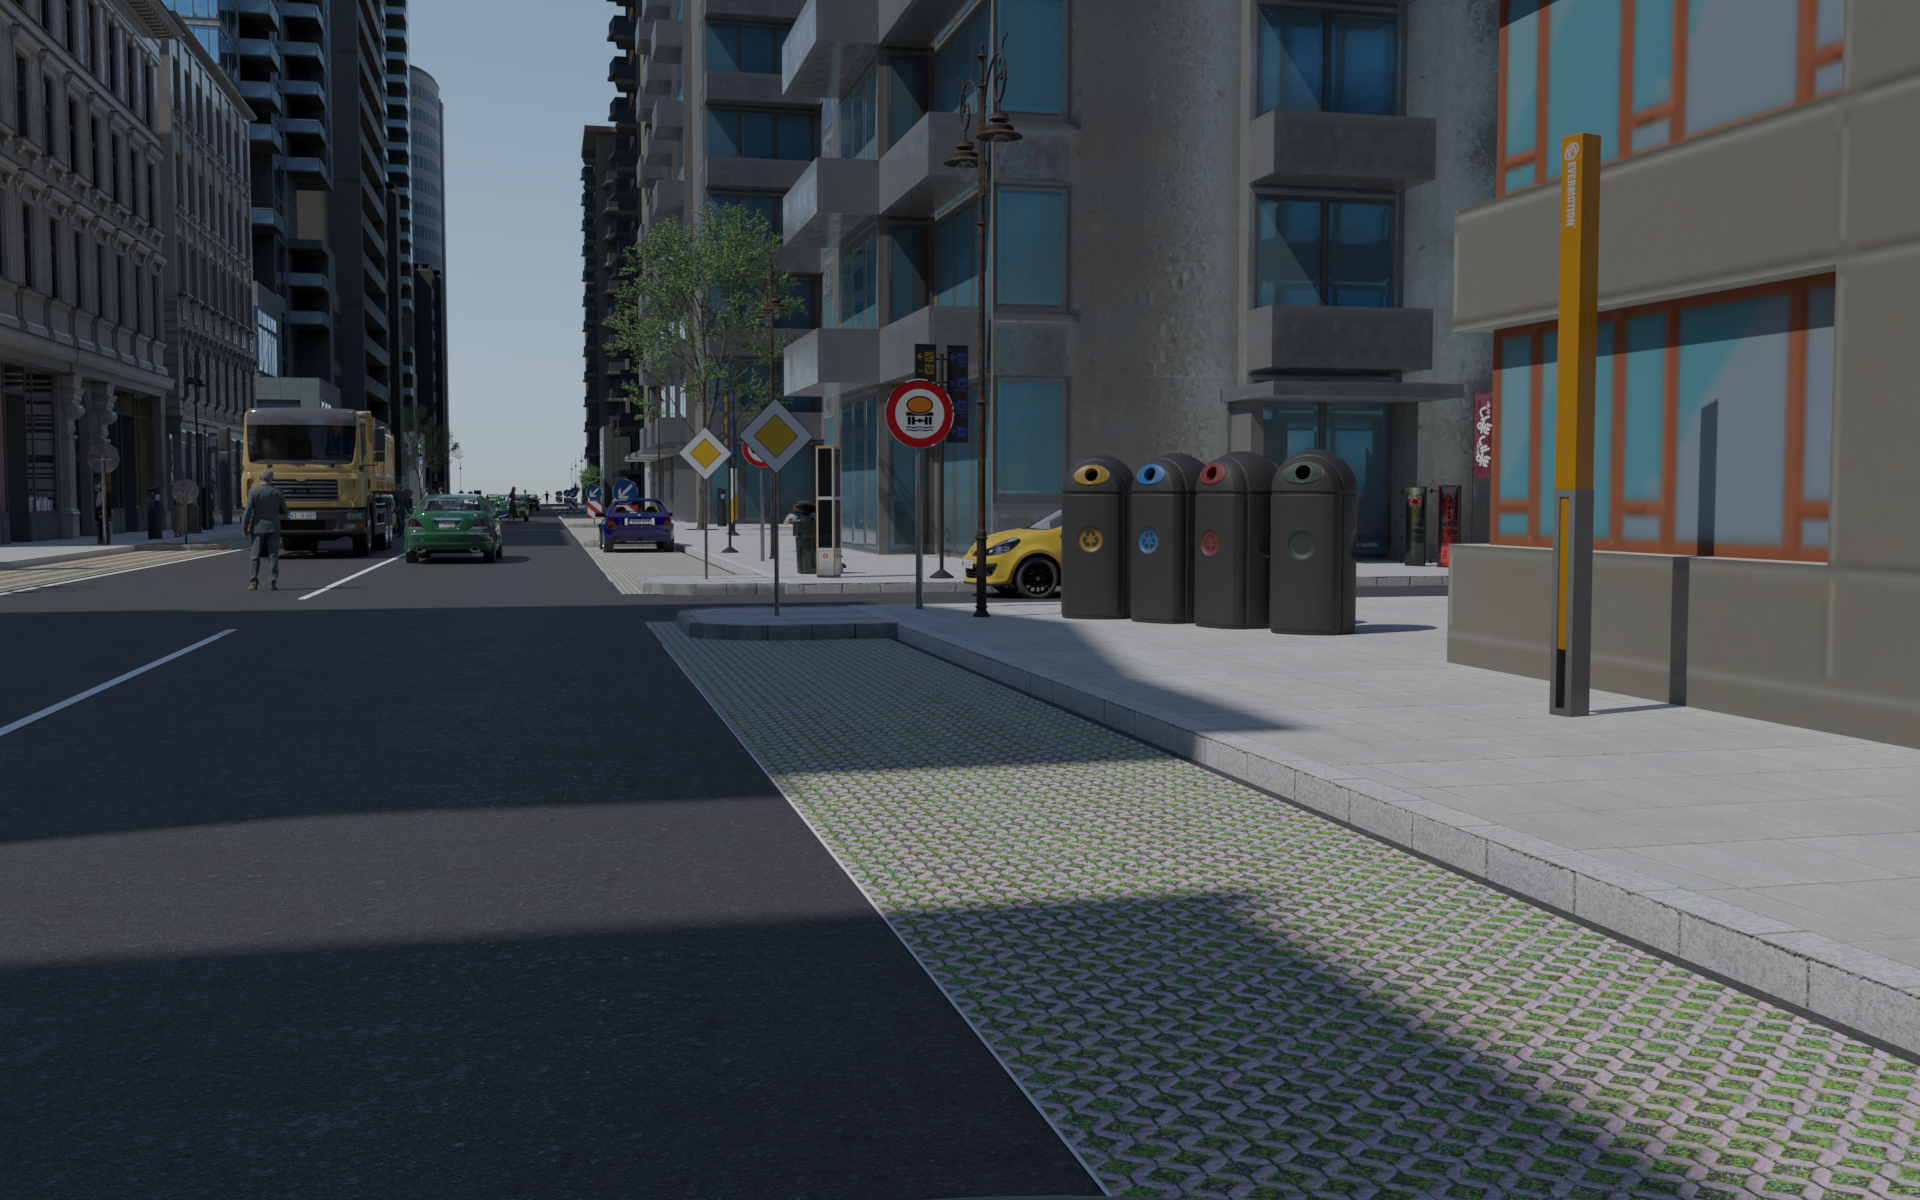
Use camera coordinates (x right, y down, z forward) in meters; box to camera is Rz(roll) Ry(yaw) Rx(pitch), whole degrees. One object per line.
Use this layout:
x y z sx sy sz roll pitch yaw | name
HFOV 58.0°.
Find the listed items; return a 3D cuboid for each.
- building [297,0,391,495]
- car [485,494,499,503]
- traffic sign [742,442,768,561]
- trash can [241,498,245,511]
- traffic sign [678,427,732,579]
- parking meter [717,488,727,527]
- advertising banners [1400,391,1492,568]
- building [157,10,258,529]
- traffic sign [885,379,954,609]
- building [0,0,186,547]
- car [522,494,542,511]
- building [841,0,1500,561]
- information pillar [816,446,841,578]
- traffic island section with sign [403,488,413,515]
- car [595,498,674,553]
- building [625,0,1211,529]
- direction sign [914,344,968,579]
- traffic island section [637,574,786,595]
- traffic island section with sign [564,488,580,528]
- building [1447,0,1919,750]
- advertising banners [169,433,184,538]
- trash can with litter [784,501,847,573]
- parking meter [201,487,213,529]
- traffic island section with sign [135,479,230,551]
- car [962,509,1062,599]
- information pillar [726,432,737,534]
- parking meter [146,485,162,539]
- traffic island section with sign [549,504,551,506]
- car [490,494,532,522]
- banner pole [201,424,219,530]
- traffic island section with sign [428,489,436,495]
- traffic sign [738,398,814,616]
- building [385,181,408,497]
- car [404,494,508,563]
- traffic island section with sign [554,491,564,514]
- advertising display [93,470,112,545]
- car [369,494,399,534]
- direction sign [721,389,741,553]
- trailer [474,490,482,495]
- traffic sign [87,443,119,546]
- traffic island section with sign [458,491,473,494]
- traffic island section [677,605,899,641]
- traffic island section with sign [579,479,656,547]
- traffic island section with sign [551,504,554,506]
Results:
-56.271 -31.160 133.160 21.300 48.544 21.600 -1 4 -14 | building
-50.400 -10.883 186.732 1.959 1.807 4.718 -1 4 -12 | car
-3.767 -2.011 32.986 0.768 2.556 0.104 -1 4 -12 | traffic sign
-27.041 -3.327 66.055 0.748 1.137 0.748 0 3 0 | trash can
-3.813 -1.365 25.963 0.795 2.450 0.064 -1 4 -14 | traffic sign
-9.391 -3.666 68.350 0.372 1.533 0.369 0 3 0 | parking meter
8.489 -2.073 30.087 0.090 3.025 2.074 -2 4 -34 | advertising banners
-34.879 -13.507 69.988 9.793 20.994 18.267 -1 4 -14 | building
-0.453 -1.171 19.256 0.768 2.556 0.104 -1 4 -8 | traffic sign
-27.867 -11.633 41.105 10.553 20.767 40.483 -1 4 -14 | building
-37.133 -8.398 149.100 2.131 1.459 4.920 -1 4 -12 | car
10.742 -25.879 42.723 30.456 49.044 23.786 -1 4 -14 | building
-2.015 -1.351 26.577 0.304 2.012 0.304 1 4 17 | information pillar
-38.179 -6.809 119.959 1.989 1.847 2.006 -1 4 -14 | traffic island section with sign
-8.162 -1.893 43.530 1.945 1.354 3.894 -1 4 -14 | car
-4.465 -28.544 86.303 23.786 49.044 30.456 -1 4 -14 | building
-0.279 -2.099 26.316 0.876 3.537 0.379 -2 4 -24 | direction sign
-3.792 -0.230 26.045 2.009 0.180 2.903 -1 4 -14 | traffic island section
-15.799 -4.011 74.206 1.989 1.847 2.006 -1 4 -14 | traffic island section with sign
20.546 -9.586 1.778 27.650 21.520 28.899 -1 4 -14 | building
-23.091 -3.353 51.013 0.090 3.025 2.074 -1 4 -16 | advertising banners
-2.328 -1.022 28.103 0.624 1.170 1.055 2 4 29 | trash can with litter
-27.525 -3.359 63.329 0.372 1.533 0.369 0 3 0 | parking meter
-19.847 -2.183 44.316 1.989 1.847 2.006 -1 4 -14 | traffic island section with sign
2.018 -0.883 24.667 3.980 1.641 2.015 -1 4 -14 | car
-7.209 -3.882 54.830 0.183 3.616 0.504 -2 4 -35 | information pillar
-22.912 -2.499 49.267 0.372 1.533 0.369 0 3 0 | parking meter
-47.109 -11.915 203.439 1.989 1.847 2.006 -1 4 -14 | traffic island section with sign
-23.384 -4.792 90.147 2.131 1.459 4.920 -1 4 -14 | car
-26.865 -4.408 62.089 0.401 3.779 0.863 1 4 16 | banner pole
-44.689 -8.455 146.859 1.989 1.847 2.006 -1 4 -14 | traffic island section with sign
-1.934 -0.890 18.201 0.795 2.450 0.064 -1 4 -14 | traffic sign
-56.814 -23.267 152.120 14.160 30.474 14.107 -1 4 -14 | building
-10.924 -1.573 37.515 2.131 1.459 4.920 -1 4 -12 | car
-27.531 -6.973 122.642 1.989 1.847 2.006 -1 4 -14 | traffic island section with sign
-21.692 -2.362 43.837 0.123 1.923 0.974 -3 5 -43 | advertising display
-21.543 -3.276 63.793 2.015 1.641 3.980 -1 4 -14 | car
-5.027 -2.798 37.751 0.379 3.537 0.876 -1 4 -21 | direction sign
-69.685 -14.867 250.125 1.471 1.999 3.904 -1 4 -12 | trailer
-21.252 -2.622 42.968 0.768 2.556 0.104 0 4 -6 | traffic sign
-57.776 -11.759 200.893 1.989 1.847 2.006 -1 4 -14 | traffic island section with sign
-1.913 0.244 18.284 2.009 0.180 2.903 -1 4 -14 | traffic island section
-9.254 -2.358 47.187 1.989 1.847 2.006 -1 4 -14 | traffic island section with sign
-33.878 -8.576 148.842 1.989 1.847 2.006 -1 4 -14 | traffic island section with sign
